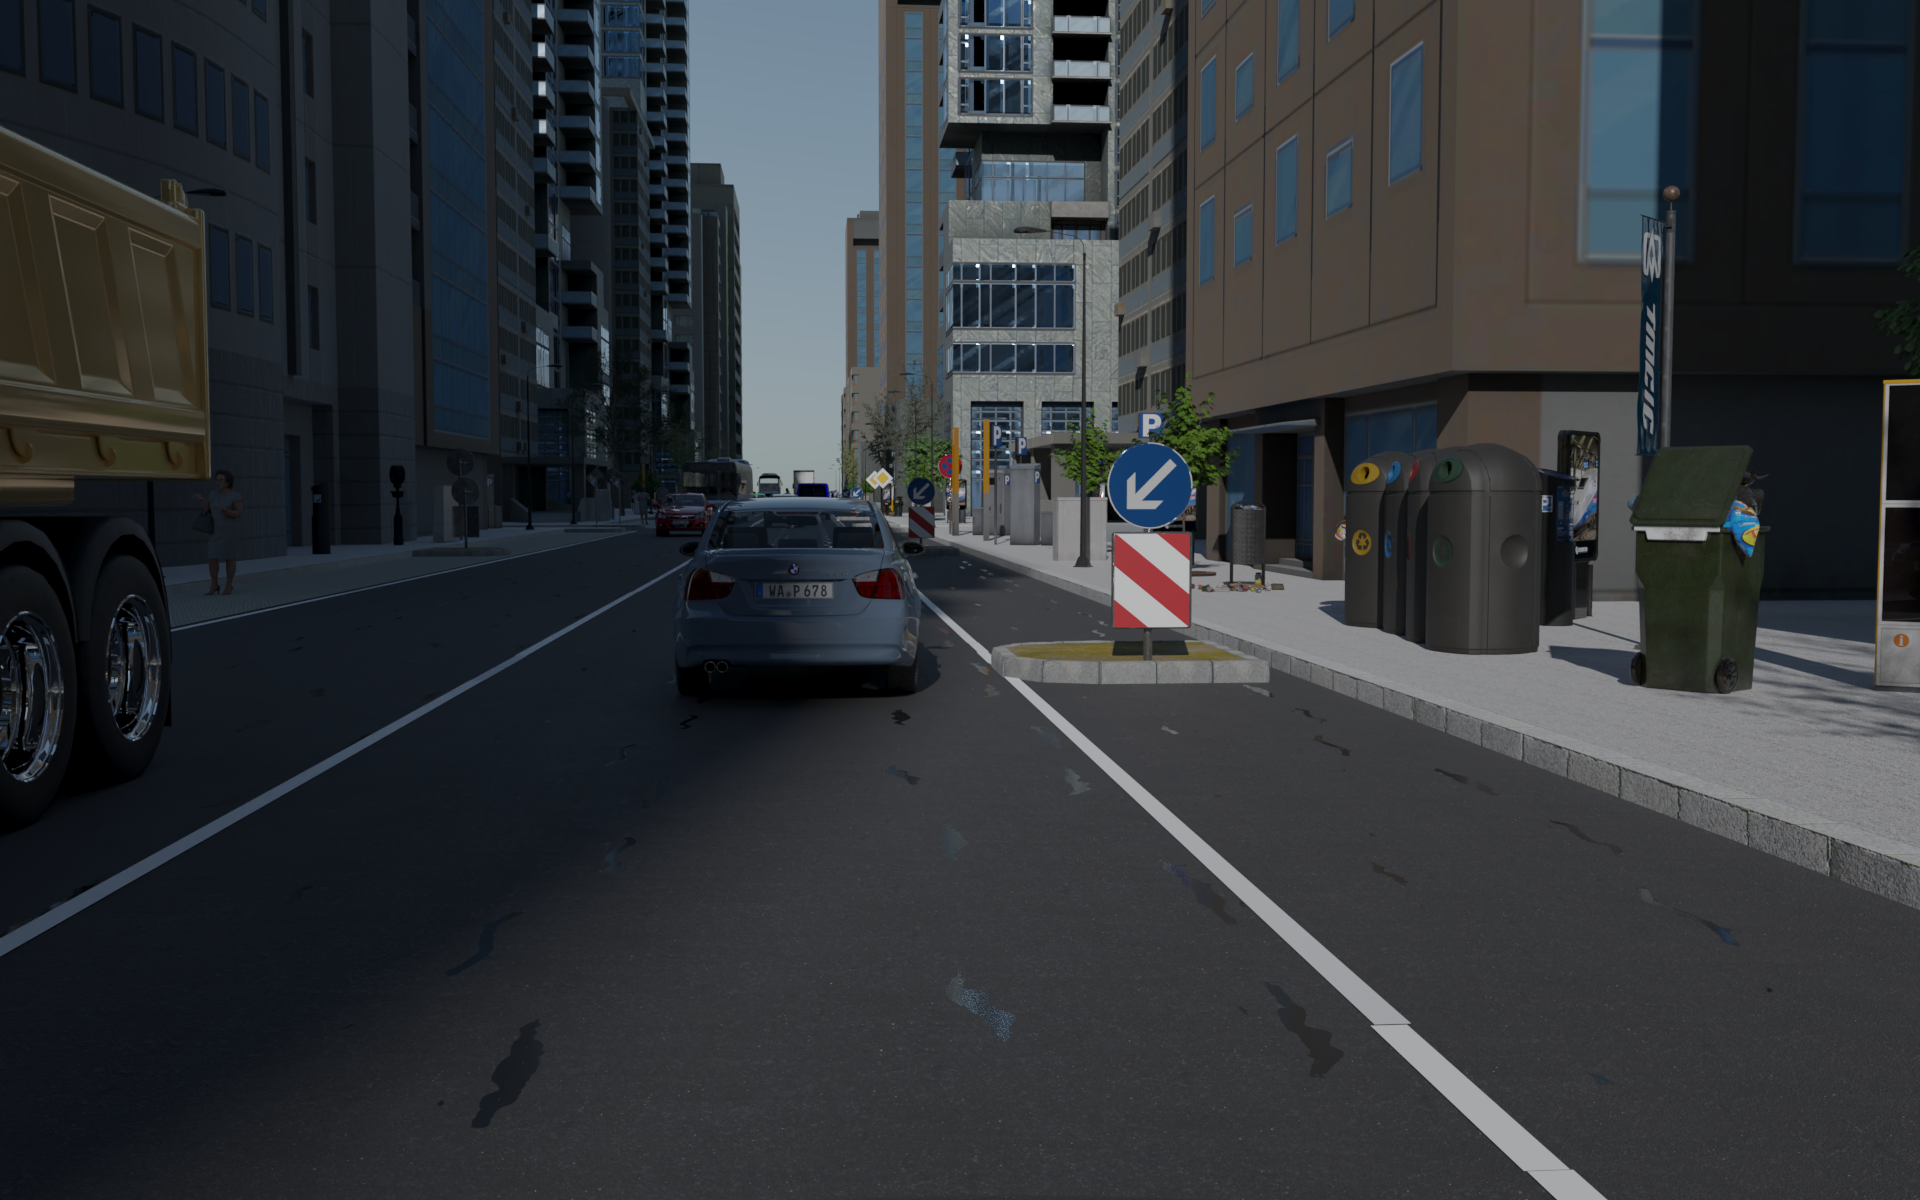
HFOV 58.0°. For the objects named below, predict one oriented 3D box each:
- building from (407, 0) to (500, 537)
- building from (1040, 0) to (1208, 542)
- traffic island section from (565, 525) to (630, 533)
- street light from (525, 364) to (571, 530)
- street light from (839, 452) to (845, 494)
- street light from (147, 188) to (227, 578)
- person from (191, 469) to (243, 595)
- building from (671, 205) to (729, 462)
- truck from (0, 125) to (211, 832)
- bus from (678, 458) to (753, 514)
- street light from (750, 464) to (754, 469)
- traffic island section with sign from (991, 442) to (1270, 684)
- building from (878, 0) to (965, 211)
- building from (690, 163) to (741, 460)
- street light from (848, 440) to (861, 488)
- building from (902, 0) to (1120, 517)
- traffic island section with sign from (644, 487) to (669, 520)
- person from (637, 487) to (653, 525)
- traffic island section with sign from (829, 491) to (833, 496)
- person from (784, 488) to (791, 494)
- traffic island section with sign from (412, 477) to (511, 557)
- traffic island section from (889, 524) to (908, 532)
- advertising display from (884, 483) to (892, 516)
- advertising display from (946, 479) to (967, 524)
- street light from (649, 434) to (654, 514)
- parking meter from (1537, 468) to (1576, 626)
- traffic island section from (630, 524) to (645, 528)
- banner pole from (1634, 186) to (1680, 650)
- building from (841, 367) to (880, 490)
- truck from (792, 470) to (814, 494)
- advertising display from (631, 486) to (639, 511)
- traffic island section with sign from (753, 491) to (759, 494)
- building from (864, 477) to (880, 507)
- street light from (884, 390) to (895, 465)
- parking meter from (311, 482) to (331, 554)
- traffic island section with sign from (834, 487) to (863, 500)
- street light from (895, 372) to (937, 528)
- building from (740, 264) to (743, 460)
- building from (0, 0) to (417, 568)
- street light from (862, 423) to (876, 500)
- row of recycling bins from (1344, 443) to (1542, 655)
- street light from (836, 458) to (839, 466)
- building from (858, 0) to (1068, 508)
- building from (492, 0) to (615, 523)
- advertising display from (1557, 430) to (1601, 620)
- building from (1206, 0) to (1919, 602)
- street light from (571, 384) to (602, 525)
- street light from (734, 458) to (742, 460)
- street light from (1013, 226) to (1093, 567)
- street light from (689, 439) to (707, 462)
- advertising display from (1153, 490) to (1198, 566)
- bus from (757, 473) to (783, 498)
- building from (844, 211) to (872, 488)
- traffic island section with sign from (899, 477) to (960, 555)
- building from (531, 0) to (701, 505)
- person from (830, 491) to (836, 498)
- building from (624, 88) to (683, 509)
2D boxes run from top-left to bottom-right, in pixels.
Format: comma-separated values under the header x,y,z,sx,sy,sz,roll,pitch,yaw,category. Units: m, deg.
x,y,z,sx,sy,sz,roll,pitch,yaw,category
-23.199,-24.717,54.239,14.200,45.320,14.600,0,4,-5,building
18.194,-22.160,54.198,32.217,40.220,23.993,0,4,-5,building
-13.730,-2.636,65.384,2.009,0.180,2.903,0,4,-5,traffic island section
-14.872,-5.467,61.922,1.470,5.913,1.316,0,4,-5,street light
-12.156,-13.245,189.097,1.470,5.913,1.316,0,4,-5,street light
-11.817,-3.292,26.366,1.470,5.913,1.316,0,4,-5,street light
-10.493,-0.949,24.376,0.716,1.782,0.532,0,4,8,person
-39.176,-33.908,237.989,14.154,41.232,14.086,0,4,-5,building
-4.981,-0.548,4.890,3.469,3.379,9.791,0,4,-6,truck
-12.110,-5.649,87.223,2.948,3.499,13.247,0,4,-3,bus
-32.749,-18.062,267.853,1.470,5.913,1.316,0,4,-5,street light
1.286,-0.330,14.029,1.989,1.847,2.006,0,4,-5,traffic island section with sign
0.532,-30.102,142.277,14.600,45.320,14.200,0,4,-5,building
-43.531,-38.654,255.694,21.300,48.544,21.600,0,4,-5,building
-9.151,-11.070,153.537,1.470,5.913,1.316,0,4,-5,street light
7.391,-48.825,110.956,22.319,86.520,31.000,0,4,-5,building
-16.385,-5.325,95.683,1.989,1.847,2.006,0,4,-5,traffic island section with sign
-14.586,-4.370,80.303,0.716,1.782,0.532,0,4,-1,person
-8.213,-7.014,123.313,1.989,1.847,2.006,0,4,-5,traffic island section with sign
-10.239,-5.774,103.089,0.511,1.800,0.466,0,4,-1,person
-11.566,-1.943,40.391,1.989,1.847,2.006,0,4,-5,traffic island section with sign
-2.929,-2.693,66.316,2.009,0.180,2.903,0,4,-5,traffic island section
-4.277,-5.907,101.786,0.123,1.923,0.974,-2,4,-29,advertising display
-0.157,-4.302,75.547,0.974,1.923,0.123,2,4,27,advertising display
-18.998,-8.374,109.450,1.470,5.913,1.316,0,4,-5,street light
5.809,-0.521,16.925,0.372,1.533,0.369,0,3,0,parking meter
-14.423,-3.123,73.340,2.009,0.180,2.903,0,4,-5,traffic island section
5.625,-1.467,14.007,0.401,3.779,0.863,3,5,41,banner pole
-6.171,-27.543,295.362,27.650,21.520,28.899,0,4,-5,building
-18.782,-13.423,208.372,2.839,4.237,11.283,0,4,-5,truck
-24.461,-7.710,131.279,0.974,1.923,0.123,1,4,18,advertising display
-32.600,-16.722,282.036,1.989,1.847,2.006,0,4,-5,traffic island section with sign
6.103,-29.987,182.172,32.217,40.220,23.993,0,4,-5,building
-2.523,-6.421,77.517,1.470,5.913,1.316,0,4,-5,street light
-13.645,-1.747,36.969,0.372,1.533,0.369,0,3,0,parking meter
-5.878,-5.372,96.458,1.989,1.847,2.006,0,4,-5,traffic island section with sign
-1.606,-5.724,66.123,1.470,5.913,1.316,0,4,-5,street light
-44.813,-37.590,298.197,14.154,41.232,14.086,0,4,-5,building
-24.264,-29.927,31.310,21.231,58.520,28.212,0,4,-5,building
-5.504,-8.609,113.297,1.470,5.913,1.316,0,4,-5,street light
4.278,-0.513,15.495,1.069,1.692,3.534,0,4,-1,row of recycling bins
-16.209,-16.119,236.090,1.470,5.913,1.316,0,4,-5,street light
-0.748,-54.743,207.713,22.319,86.520,31.000,0,4,-5,building
-33.904,-23.930,83.137,32.217,40.220,23.993,0,4,-5,building
6.337,-0.768,17.770,0.123,1.923,0.974,3,4,38,advertising display
11.917,-23.012,26.350,14.600,45.320,14.200,0,4,-5,building
-15.770,-6.143,72.979,1.470,5.913,1.316,0,4,-5,street light
-29.756,-15.876,232.116,1.470,5.913,1.316,0,4,-5,street light
1.623,-3.527,30.216,1.470,5.913,1.316,0,4,-5,street light
-22.494,-10.807,149.241,1.470,5.913,1.316,0,4,-5,street light
3.790,-1.571,30.894,0.974,1.923,0.123,-1,4,-22,advertising display
-22.425,-12.984,203.833,2.896,3.916,12.252,0,4,-7,bus
-10.936,-38.075,272.632,14.600,45.320,14.200,0,4,-5,building
-1.081,-2.004,41.392,1.989,1.847,2.006,0,4,-5,traffic island section with sign
-38.871,-53.324,184.523,22.319,86.520,31.000,0,4,-5,building
-11.029,-8.739,152.326,0.756,1.711,0.436,3,5,40,person
-41.198,-28.506,157.947,32.217,40.220,23.993,0,4,-5,building
